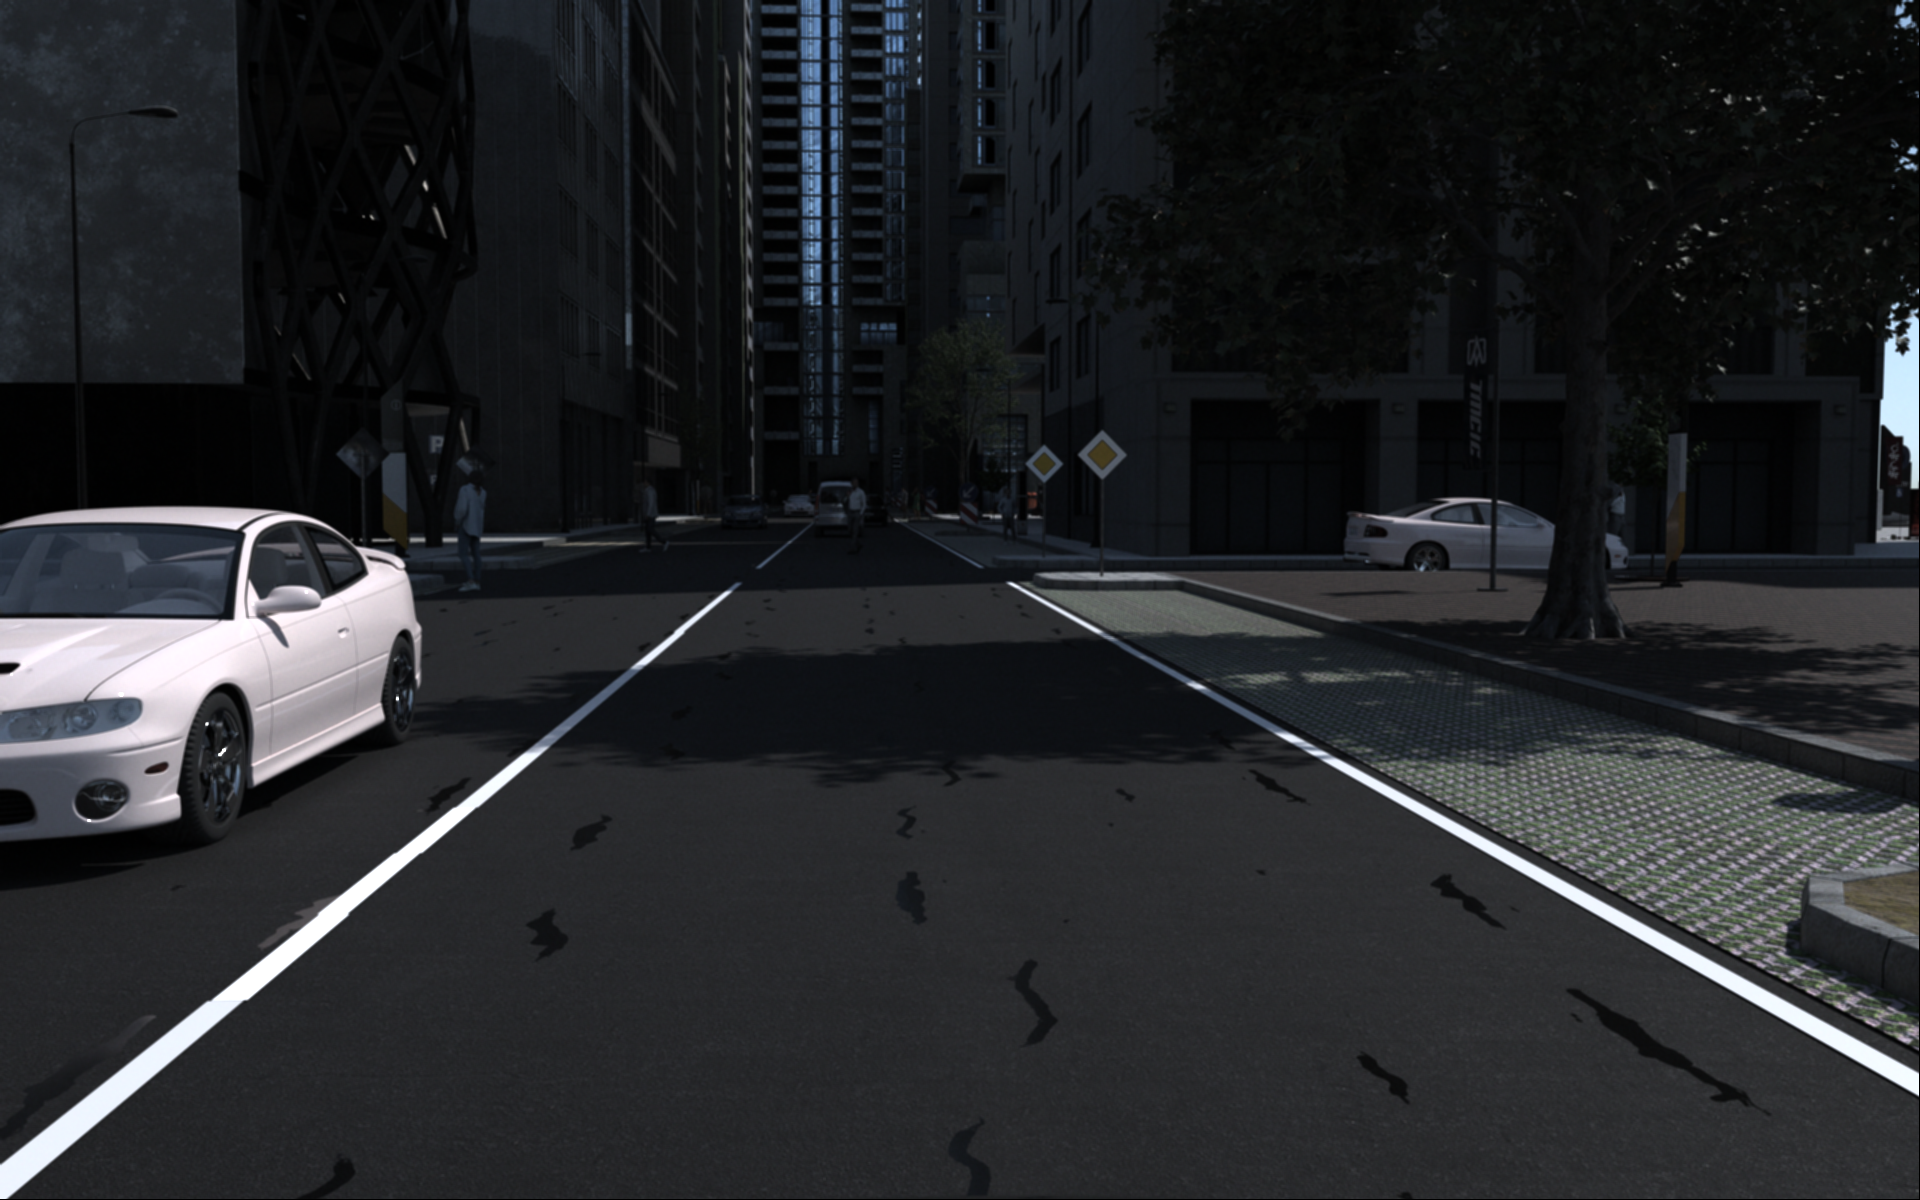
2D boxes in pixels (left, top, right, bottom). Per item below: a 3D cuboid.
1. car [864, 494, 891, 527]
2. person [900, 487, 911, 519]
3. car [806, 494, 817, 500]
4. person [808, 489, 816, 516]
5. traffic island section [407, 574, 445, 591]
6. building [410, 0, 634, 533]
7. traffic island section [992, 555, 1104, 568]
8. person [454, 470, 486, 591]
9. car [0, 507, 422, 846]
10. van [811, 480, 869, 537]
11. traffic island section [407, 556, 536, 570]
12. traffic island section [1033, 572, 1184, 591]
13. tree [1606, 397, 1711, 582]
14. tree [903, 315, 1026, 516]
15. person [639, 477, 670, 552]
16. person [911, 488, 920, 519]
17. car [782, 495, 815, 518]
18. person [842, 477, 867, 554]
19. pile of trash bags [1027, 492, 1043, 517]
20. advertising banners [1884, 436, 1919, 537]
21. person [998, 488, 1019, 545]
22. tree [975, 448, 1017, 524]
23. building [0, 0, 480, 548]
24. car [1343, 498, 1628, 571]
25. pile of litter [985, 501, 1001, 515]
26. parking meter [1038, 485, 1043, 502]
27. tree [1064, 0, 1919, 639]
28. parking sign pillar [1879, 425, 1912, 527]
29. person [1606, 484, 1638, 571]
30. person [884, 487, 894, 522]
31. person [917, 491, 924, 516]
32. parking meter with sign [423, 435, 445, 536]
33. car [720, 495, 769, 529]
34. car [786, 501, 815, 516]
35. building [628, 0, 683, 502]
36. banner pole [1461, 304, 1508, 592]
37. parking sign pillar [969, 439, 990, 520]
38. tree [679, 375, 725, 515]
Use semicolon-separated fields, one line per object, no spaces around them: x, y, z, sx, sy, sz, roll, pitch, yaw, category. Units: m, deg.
-4.090;-4.128;77.279;2.009;1.686;4.222;0;4;-2;car
-3.179;-5.499;98.530;0.853;1.813;0.709;-3;4;-38;person
-13.478;-8.961;158.308;2.131;1.459;4.920;0;4;-3;car
-9.480;-6.245;111.129;0.750;1.759;0.617;0;4;6;person
-9.044;-0.243;26.252;2.009;0.180;2.903;0;4;-4;traffic island section
-19.751;-15.136;65.504;12.078;24.808;19.932;0;4;-4;building
1.712;-0.774;34.938;2.009;0.180;2.903;0;4;-4;traffic island section
-7.270;-1.040;25.774;0.793;1.790;0.793;0;4;-8;person
-4.033;0.234;8.530;2.083;1.381;4.827;0;4;-3;car
-4.101;-3.178;58.967;2.013;2.044;4.112;0;4;-3;van
-9.556;-0.730;34.221;2.009;0.180;2.903;0;4;-4;traffic island section
2.225;-0.287;26.970;2.009;0.180;2.903;0;4;-4;traffic island section
10.419;-1.903;25.711;1.663;3.219;1.824;0;3;0;tree
0.164;-10.693;100.586;9.928;11.665;9.643;0;3;0;tree
-7.539;-2.099;42.662;0.795;1.843;0.661;0;4;-1;person
-2.389;-5.338;96.021;0.529;1.795;0.600;-2;4;-34;person
-9.931;-5.794;107.099;2.083;1.381;4.827;0;4;-5;car
-2.549;-2.016;41.556;0.679;1.850;0.850;2;4;25;person
4.975;-5.606;101.402;1.912;1.369;3.447;2;4;31;pile of trash bags
28.789;-3.409;51.918;0.090;3.025;2.074;-3;5;-45;advertising banners
1.350;-2.344;48.632;0.589;1.601;0.330;0;4;-5;person
1.338;-4.854;73.968;1.663;3.219;1.824;0;3;0;tree
-20.657;-10.655;41.659;16.820;18.784;16.811;0;4;-4;building
9.089;-1.078;29.981;4.827;1.381;2.083;0;4;-4;car
2.081;-5.796;108.722;1.176;0.858;1.719;1;4;16;pile of litter
5.068;-6.227;107.524;0.399;1.863;0.255;1;4;16;parking meter
5.741;-6.016;15.373;9.611;12.733;9.660;0;3;0;tree
36.609;-4.852;67.794;1.447;3.967;1.447;-2;4;-25;parking sign pillar
12.065;-1.427;31.930;0.850;1.850;0.679;2;4;34;person
-3.604;-4.826;87.498;0.778;1.811;0.616;3;4;38;person
-2.594;-6.177;110.956;0.593;1.643;0.415;-1;4;-11;person
-15.833;-3.412;52.049;0.543;3.016;1.738;-2;4;-27;parking meter with sign
-8.974;-3.687;72.282;2.014;1.417;4.499;0;4;-4;car
-10.448;-6.193;113.841;1.945;1.354;3.894;0;4;-3;car
-22.431;-18.014;88.044;14.314;27.812;24.014;0;4;-4;building
6.975;-2.023;23.085;0.401;3.779;0.863;-2;4;-24;banner pole
0.767;-5.902;84.975;1.447;3.967;1.447;-1;4;-13;parking sign pillar
-16.391;-9.544;106.407;4.737;8.622;4.395;0;3;0;tree
